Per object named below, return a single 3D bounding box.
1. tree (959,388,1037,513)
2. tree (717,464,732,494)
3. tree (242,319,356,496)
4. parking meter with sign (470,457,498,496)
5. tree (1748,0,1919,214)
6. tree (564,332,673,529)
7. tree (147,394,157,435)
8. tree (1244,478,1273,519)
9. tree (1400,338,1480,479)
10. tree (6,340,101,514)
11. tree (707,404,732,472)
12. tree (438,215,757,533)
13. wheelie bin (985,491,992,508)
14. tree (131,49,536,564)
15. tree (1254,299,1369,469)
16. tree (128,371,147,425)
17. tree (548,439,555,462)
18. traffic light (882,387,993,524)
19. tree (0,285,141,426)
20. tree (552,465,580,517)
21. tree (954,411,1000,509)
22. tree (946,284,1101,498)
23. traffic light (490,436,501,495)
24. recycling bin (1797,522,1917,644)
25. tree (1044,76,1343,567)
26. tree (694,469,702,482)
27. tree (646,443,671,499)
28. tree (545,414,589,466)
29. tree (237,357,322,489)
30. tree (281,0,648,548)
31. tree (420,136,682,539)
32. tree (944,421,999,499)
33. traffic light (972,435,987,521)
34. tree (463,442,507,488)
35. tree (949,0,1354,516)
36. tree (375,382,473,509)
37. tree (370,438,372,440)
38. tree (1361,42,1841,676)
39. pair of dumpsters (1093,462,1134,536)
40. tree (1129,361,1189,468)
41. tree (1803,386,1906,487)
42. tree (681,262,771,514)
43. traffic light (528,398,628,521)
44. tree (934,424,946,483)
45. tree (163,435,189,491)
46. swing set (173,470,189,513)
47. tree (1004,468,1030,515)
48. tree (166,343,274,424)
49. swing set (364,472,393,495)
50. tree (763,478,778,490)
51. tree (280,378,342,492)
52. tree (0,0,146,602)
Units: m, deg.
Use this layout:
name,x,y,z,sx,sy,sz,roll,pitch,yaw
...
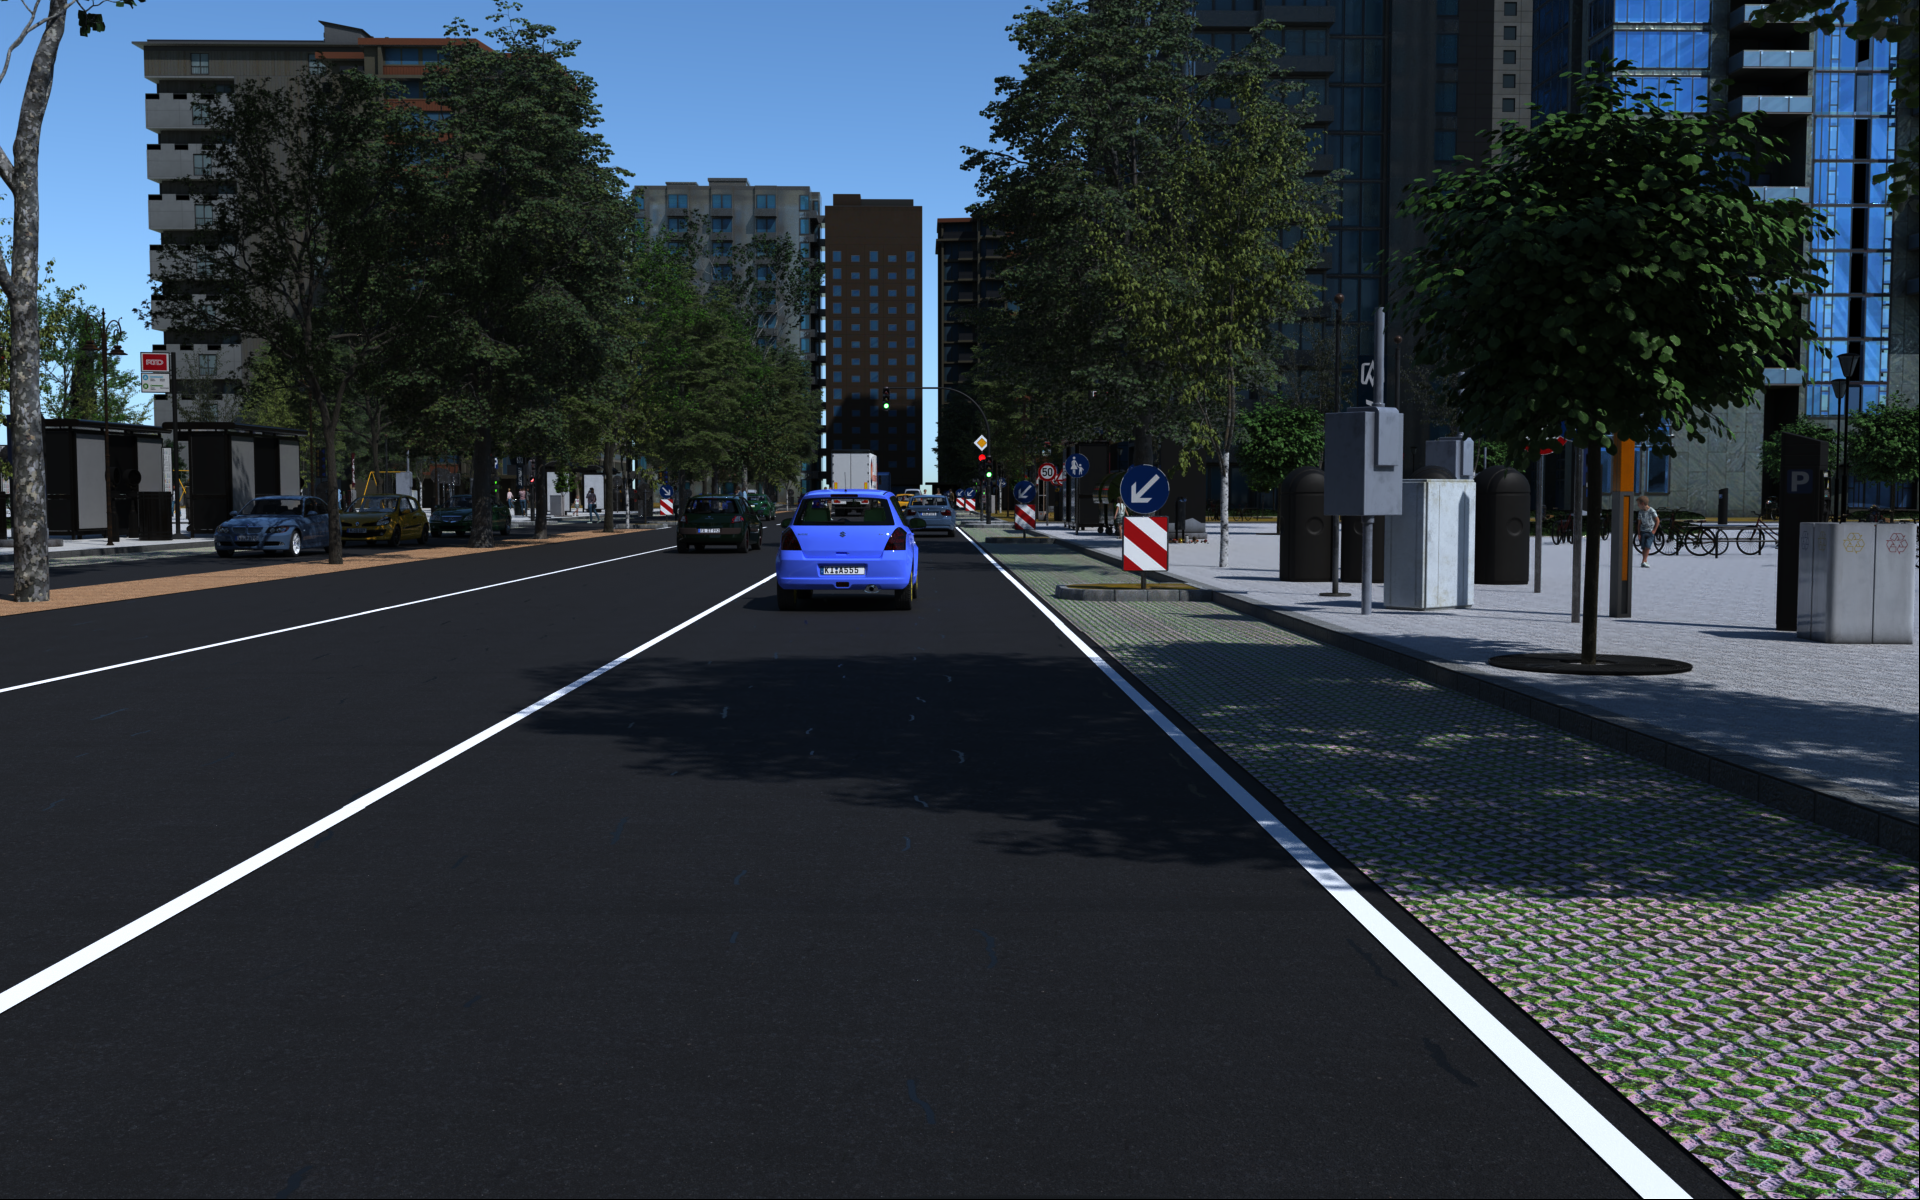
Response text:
name,x,y,z,sx,sy,sz,roll,pitch,yaw
tree,2.862,-10.187,116.926,4.360,8.622,3.978,0,3,0
tree,-24.744,-14.037,179.859,4.360,8.622,3.978,0,3,0
tree,-42.752,-11.854,111.932,7.486,12.596,7.792,0,3,0
parking meter with sign,-22.854,-5.258,82.234,1.738,3.016,0.543,0,4,5
tree,5.747,-5.351,5.618,7.486,12.596,7.792,0,3,0
tree,-13.769,-7.258,71.487,4.737,8.622,4.395,0,3,0
tree,-48.477,-9.133,99.686,4.737,8.622,4.395,0,3,0
tree,16.010,-5.924,91.455,1.663,3.219,1.824,0,3,0
tree,16.957,-6.564,57.686,4.360,8.622,3.978,0,3,0
tree,-70.205,-13.824,127.838,18.604,14.587,13.155,-1,4,-11
tree,-25.076,-15.906,170.430,12.009,13.543,11.850,0,3,0
tree,-12.902,-8.285,63.674,9.928,11.665,9.643,0,3,0
wheelie bin,2.527,-8.995,154.981,0.980,1.594,0.693,-1,4,-9
tree,-12.672,-6.016,35.234,8.767,10.594,7.601,0,4,-1
tree,13.084,-6.958,64.129,4.360,8.622,3.978,0,3,0
tree,-47.849,-8.788,94.049,4.737,8.622,4.395,0,3,0
tree,-30.549,-11.719,141.973,4.737,8.622,4.395,0,3,0
traffic light,-0.898,-6.047,73.531,4.771,5.953,1.251,0,4,-1
tree,-45.692,-9.902,87.656,9.928,11.665,9.643,0,3,0
tree,-22.739,-6.374,98.819,1.663,3.219,1.824,0,3,0
tree,1.830,-11.947,145.698,4.737,8.622,4.395,0,3,0
tree,3.934,-10.591,91.294,7.486,12.596,7.792,0,3,0
traffic light,-19.864,-5.157,73.233,0.839,4.253,0.868,0,4,-1
recycling bin,7.820,-0.157,15.128,0.722,1.027,0.722,0,4,5
tree,4.409,-4.885,30.240,4.737,8.622,4.395,0,3,0
tree,-24.919,-15.135,154.107,9.857,13.997,8.962,0,3,0
tree,-24.914,-12.004,146.620,4.360,8.622,3.978,0,3,0
tree,-31.277,-11.434,137.308,4.360,8.622,3.978,0,3,0
tree,-37.982,-8.916,96.132,4.737,8.622,4.395,0,3,0
tree,-12.733,-8.353,45.686,9.857,13.997,8.962,0,3,0
tree,-13.381,-8.212,54.843,7.486,12.596,7.792,0,3,0
tree,1.550,-16.067,197.109,7.601,10.594,8.767,0,4,2
traffic light,1.012,-5.675,81.702,0.839,4.253,0.868,0,4,-1
tree,-41.137,-12.173,149.398,4.737,8.622,4.395,0,3,0
tree,4.428,-8.247,41.498,9.857,13.997,8.962,0,3,0
tree,-32.699,-9.493,105.570,4.360,8.622,3.978,0,3,0
tree,-48.801,-12.140,148.850,4.360,8.622,3.978,0,3,0
tree,4.613,-1.780,12.822,4.285,4.588,4.351,0,3,0
pair of dumpsters,5.173,-3.184,54.557,1.574,2.255,4.437,0,4,-1
tree,10.639,-8.578,90.612,4.360,8.622,3.978,0,3,0
tree,29.203,-4.316,54.277,4.285,4.588,4.351,0,3,0
tree,-13.573,-9.991,83.936,7.486,12.596,7.792,0,3,0
traffic light,-17.954,-6.522,81.298,4.771,5.953,1.251,0,4,-1
tree,0.055,-18.963,228.175,7.486,12.596,7.792,0,3,0
tree,-71.022,-11.145,145.120,20.602,7.101,11.467,2,4,32
swing set,-50.861,-7.099,113.695,2.862,2.851,3.119,0,4,2
tree,3.565,-6.827,106.230,1.663,3.219,1.824,0,3,0
tree,-36.745,-8.248,85.213,4.360,8.622,3.978,0,3,0
swing set,-39.671,-7.521,120.583,3.119,2.851,2.862,1,4,19
tree,-25.326,-17.758,224.759,7.601,10.594,8.767,0,4,3
tree,-38.674,-9.263,101.817,4.360,8.622,3.978,0,3,0
tree,-13.569,-10.085,23.234,12.611,20.169,13.585,0,3,0
